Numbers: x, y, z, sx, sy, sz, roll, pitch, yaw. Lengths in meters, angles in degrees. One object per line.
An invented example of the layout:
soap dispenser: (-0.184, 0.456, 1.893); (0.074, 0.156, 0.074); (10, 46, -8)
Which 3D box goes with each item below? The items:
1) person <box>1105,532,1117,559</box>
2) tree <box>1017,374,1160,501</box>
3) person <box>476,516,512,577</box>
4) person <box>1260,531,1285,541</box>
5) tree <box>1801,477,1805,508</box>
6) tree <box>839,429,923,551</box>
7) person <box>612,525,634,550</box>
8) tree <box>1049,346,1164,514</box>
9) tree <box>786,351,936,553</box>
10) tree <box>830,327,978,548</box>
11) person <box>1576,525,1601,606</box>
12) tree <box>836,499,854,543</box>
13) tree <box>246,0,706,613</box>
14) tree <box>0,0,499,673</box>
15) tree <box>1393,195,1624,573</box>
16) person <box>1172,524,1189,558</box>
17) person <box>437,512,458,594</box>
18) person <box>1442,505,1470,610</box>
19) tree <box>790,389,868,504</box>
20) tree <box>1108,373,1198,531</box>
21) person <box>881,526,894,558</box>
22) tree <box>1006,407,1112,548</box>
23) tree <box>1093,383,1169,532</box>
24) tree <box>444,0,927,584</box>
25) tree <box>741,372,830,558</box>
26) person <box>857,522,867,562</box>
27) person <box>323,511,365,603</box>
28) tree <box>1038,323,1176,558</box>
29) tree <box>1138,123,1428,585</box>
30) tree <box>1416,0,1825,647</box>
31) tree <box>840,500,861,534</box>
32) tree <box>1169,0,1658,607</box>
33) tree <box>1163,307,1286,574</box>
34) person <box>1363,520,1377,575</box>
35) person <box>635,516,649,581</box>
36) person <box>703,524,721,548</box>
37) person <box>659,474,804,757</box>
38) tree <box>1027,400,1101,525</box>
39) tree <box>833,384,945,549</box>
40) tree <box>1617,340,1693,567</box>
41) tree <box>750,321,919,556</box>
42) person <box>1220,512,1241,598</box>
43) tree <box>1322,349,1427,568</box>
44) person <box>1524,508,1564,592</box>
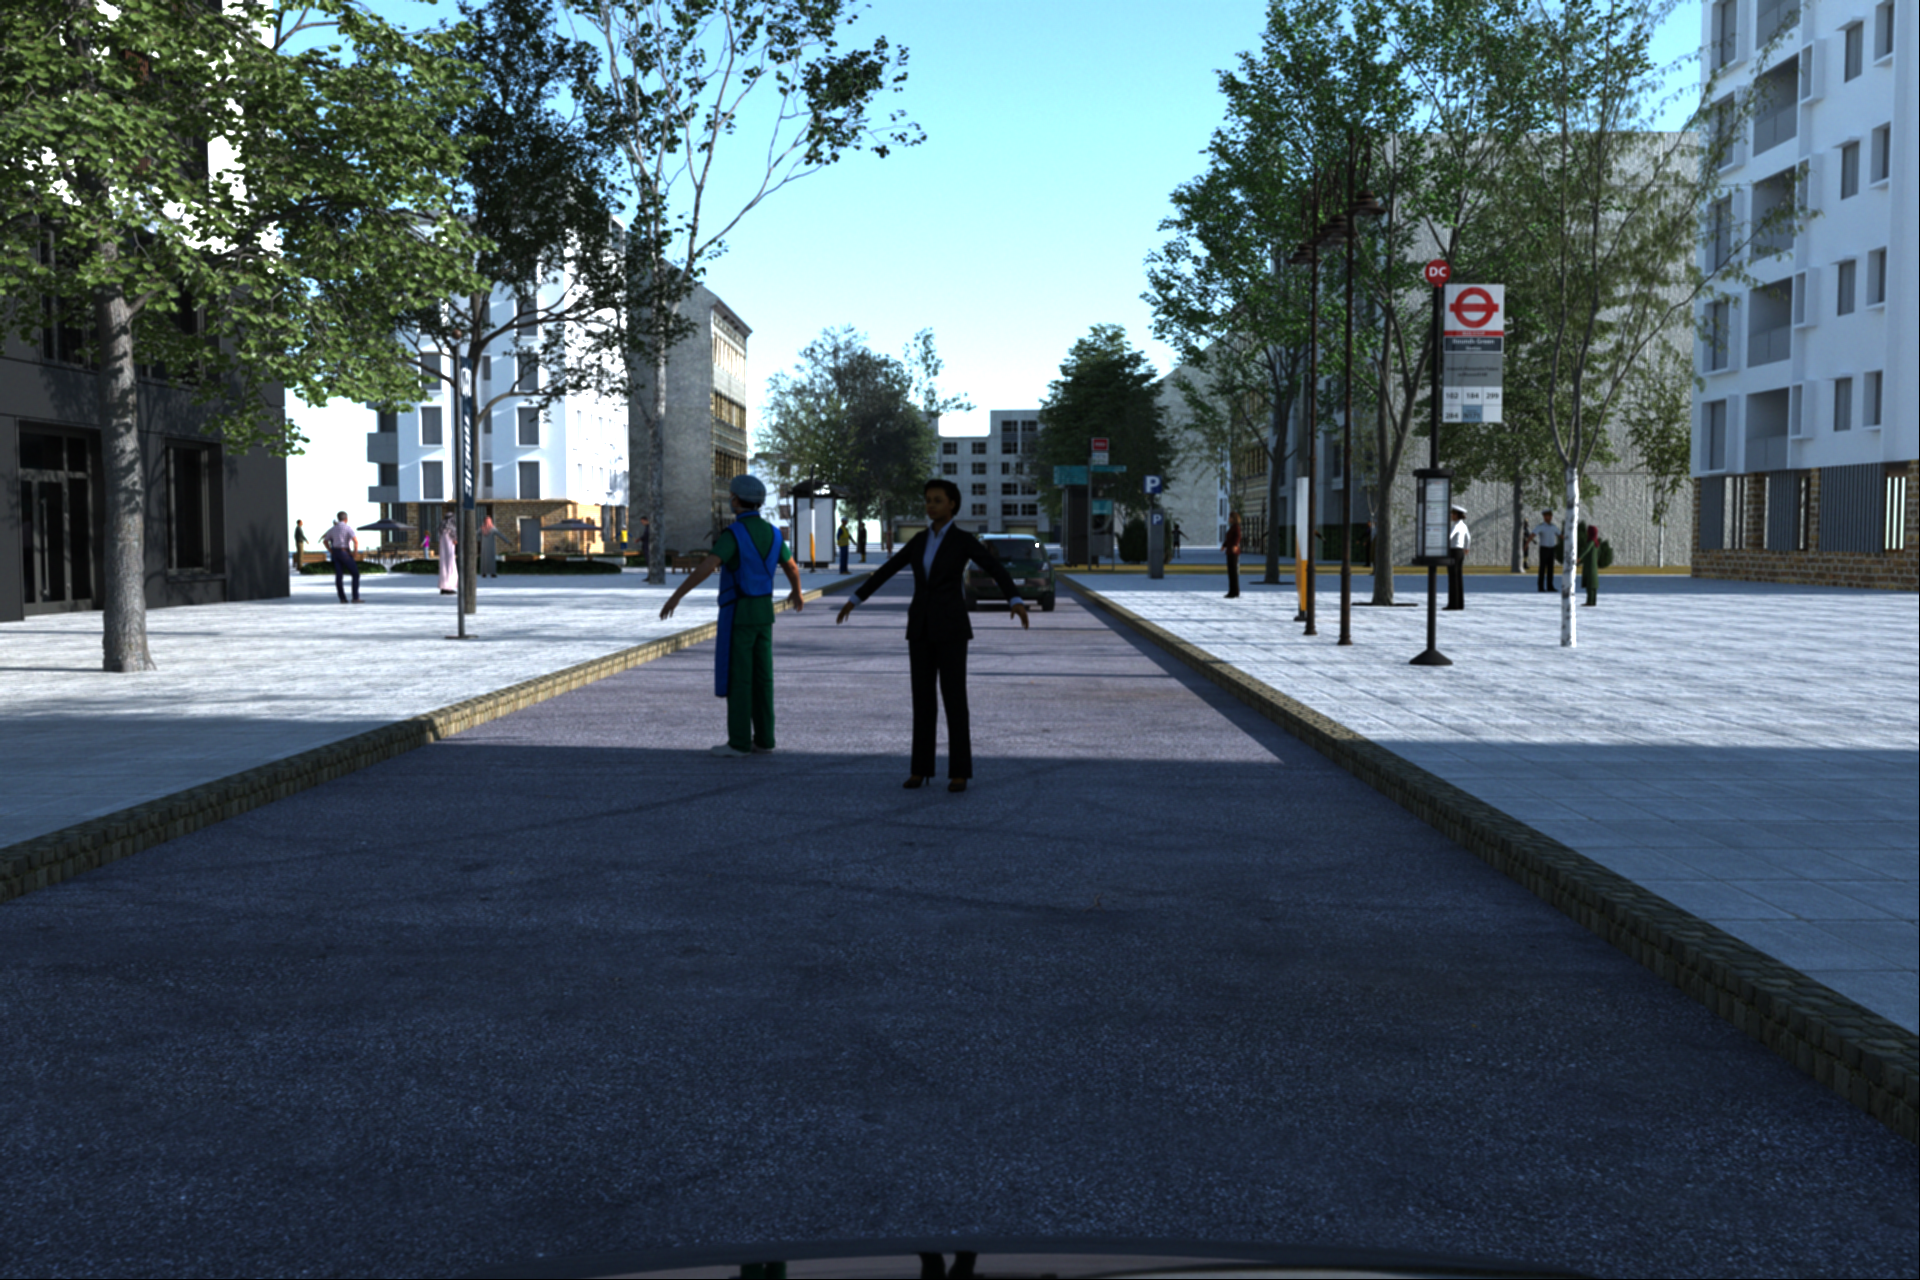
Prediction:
person: (7.788, -5.158, 90.526); (1.347, 1.806, 0.705); (1, 4, 14)
tree: (9.059, -12.884, 121.028); (12.009, 13.543, 11.850); (0, 3, 0)
person: (-13.988, -2.767, 51.382); (1.347, 1.811, 0.704); (0, 4, -3)
person: (16.602, -5.269, 92.077); (1.347, 1.837, 0.705); (1, 4, 14)
tree: (28.041, -6.623, 58.647); (4.360, 8.622, 3.978); (0, 3, 0)
tree: (-6.315, -12.244, 134.606); (7.601, 10.594, 8.767); (0, 4, 1)
person: (-18.445, -5.409, 94.897); (1.216, 1.772, 0.721); (-2, 4, -28)
tree: (8.912, -11.392, 104.383); (7.486, 12.596, 7.792); (0, 3, 0)
tree: (-6.575, -12.501, 114.766); (12.009, 13.543, 11.850); (0, 3, 0)
tree: (-5.266, -18.503, 158.411); (12.611, 20.169, 13.585); (0, 3, 0)
person: (11.188, -1.325, 30.874); (0.599, 1.438, 0.989); (3, 5, 39)
tree: (-16.101, -18.475, 252.424); (4.737, 8.622, 4.395); (0, 3, 0)
tree: (-7.633, -5.709, 27.749); (7.601, 10.594, 8.767); (-2, 4, -24)
tree: (-8.226, -5.971, 15.751); (7.486, 12.596, 7.792); (0, 3, 0)
tree: (18.095, -8.500, 57.095); (7.486, 12.596, 7.792); (0, 3, 0)
person: (11.768, -5.383, 94.149); (1.345, 1.843, 0.704); (1, 4, 16)
person: (-10.868, -1.843, 36.850); (0.551, 1.740, 0.621); (3, 4, 36)
person: (8.313, -1.395, 29.277); (0.721, 1.778, 1.216); (3, 5, 41)
tree: (-6.897, -8.486, 89.113); (4.737, 8.622, 4.395); (0, 3, 0)
tree: (8.487, -7.861, 78.890); (4.360, 8.622, 3.978); (0, 3, 0)
person: (-3.803, -5.188, 91.620); (0.721, 1.733, 1.217); (-2, 4, -33)
tree: (9.380, -15.180, 158.566); (12.009, 13.543, 11.850); (0, 3, 0)
tree: (7.943, -8.233, 84.969); (4.360, 8.622, 3.978); (0, 3, 0)
tree: (-7.261, -11.571, 45.078); (12.611, 20.169, 13.585); (0, 3, 0)
tree: (-7.611, -7.821, 78.234); (4.360, 8.622, 3.978); (0, 3, 0)
person: (-4.420, -4.420, 78.398); (0.704, 1.812, 1.346); (-1, 4, -15)
person: (-11.472, -1.550, 32.318); (0.756, 1.711, 0.436); (2, 4, 26)
tree: (7.663, -10.743, 93.775); (7.486, 12.596, 7.792); (0, 3, 0)
tree: (8.136, -7.230, 43.973); (9.928, 11.665, 9.643); (0, 3, 0)
tree: (6.716, -4.232, 19.551); (4.360, 8.622, 3.978); (0, 3, 0)
tree: (-14.315, -18.111, 246.475); (4.360, 8.622, 3.978); (0, 3, 0)
tree: (7.749, -6.417, 30.673); (9.928, 11.665, 9.643); (0, 3, 0)
tree: (9.155, -6.438, 55.620); (4.360, 8.622, 3.978); (0, 3, 0)
person: (12.907, -2.885, 53.938); (0.721, 1.736, 1.217); (-1, 4, -17)
person: (-8.562, -2.479, 47.028); (0.568, 1.767, 0.683); (-2, 4, -31)
person: (-12.623, -5.099, 89.498); (1.348, 1.813, 0.705); (0, 4, 5)
person: (-1.405, -0.163, 11.247); (0.704, 1.817, 1.347); (2, 4, 33)
tree: (9.183, -13.754, 143.000); (7.486, 12.596, 7.792); (0, 3, 0)
tree: (-6.073, -14.630, 145.855); (9.857, 13.997, 8.962); (0, 3, 0)
tree: (27.309, -7.120, 66.767); (4.737, 8.622, 4.395); (0, 3, 0)
tree: (-7.272, -11.602, 100.057); (12.009, 13.543, 11.850); (0, 3, 0)
person: (5.394, -1.704, 34.669); (0.721, 1.729, 1.215); (0, 4, -3)
tree: (15.915, -7.100, 66.450); (4.360, 8.622, 3.978); (0, 3, 0)
person: (13.069, -2.001, 38.509); (1.343, 1.855, 0.704); (-1, 4, -19)
